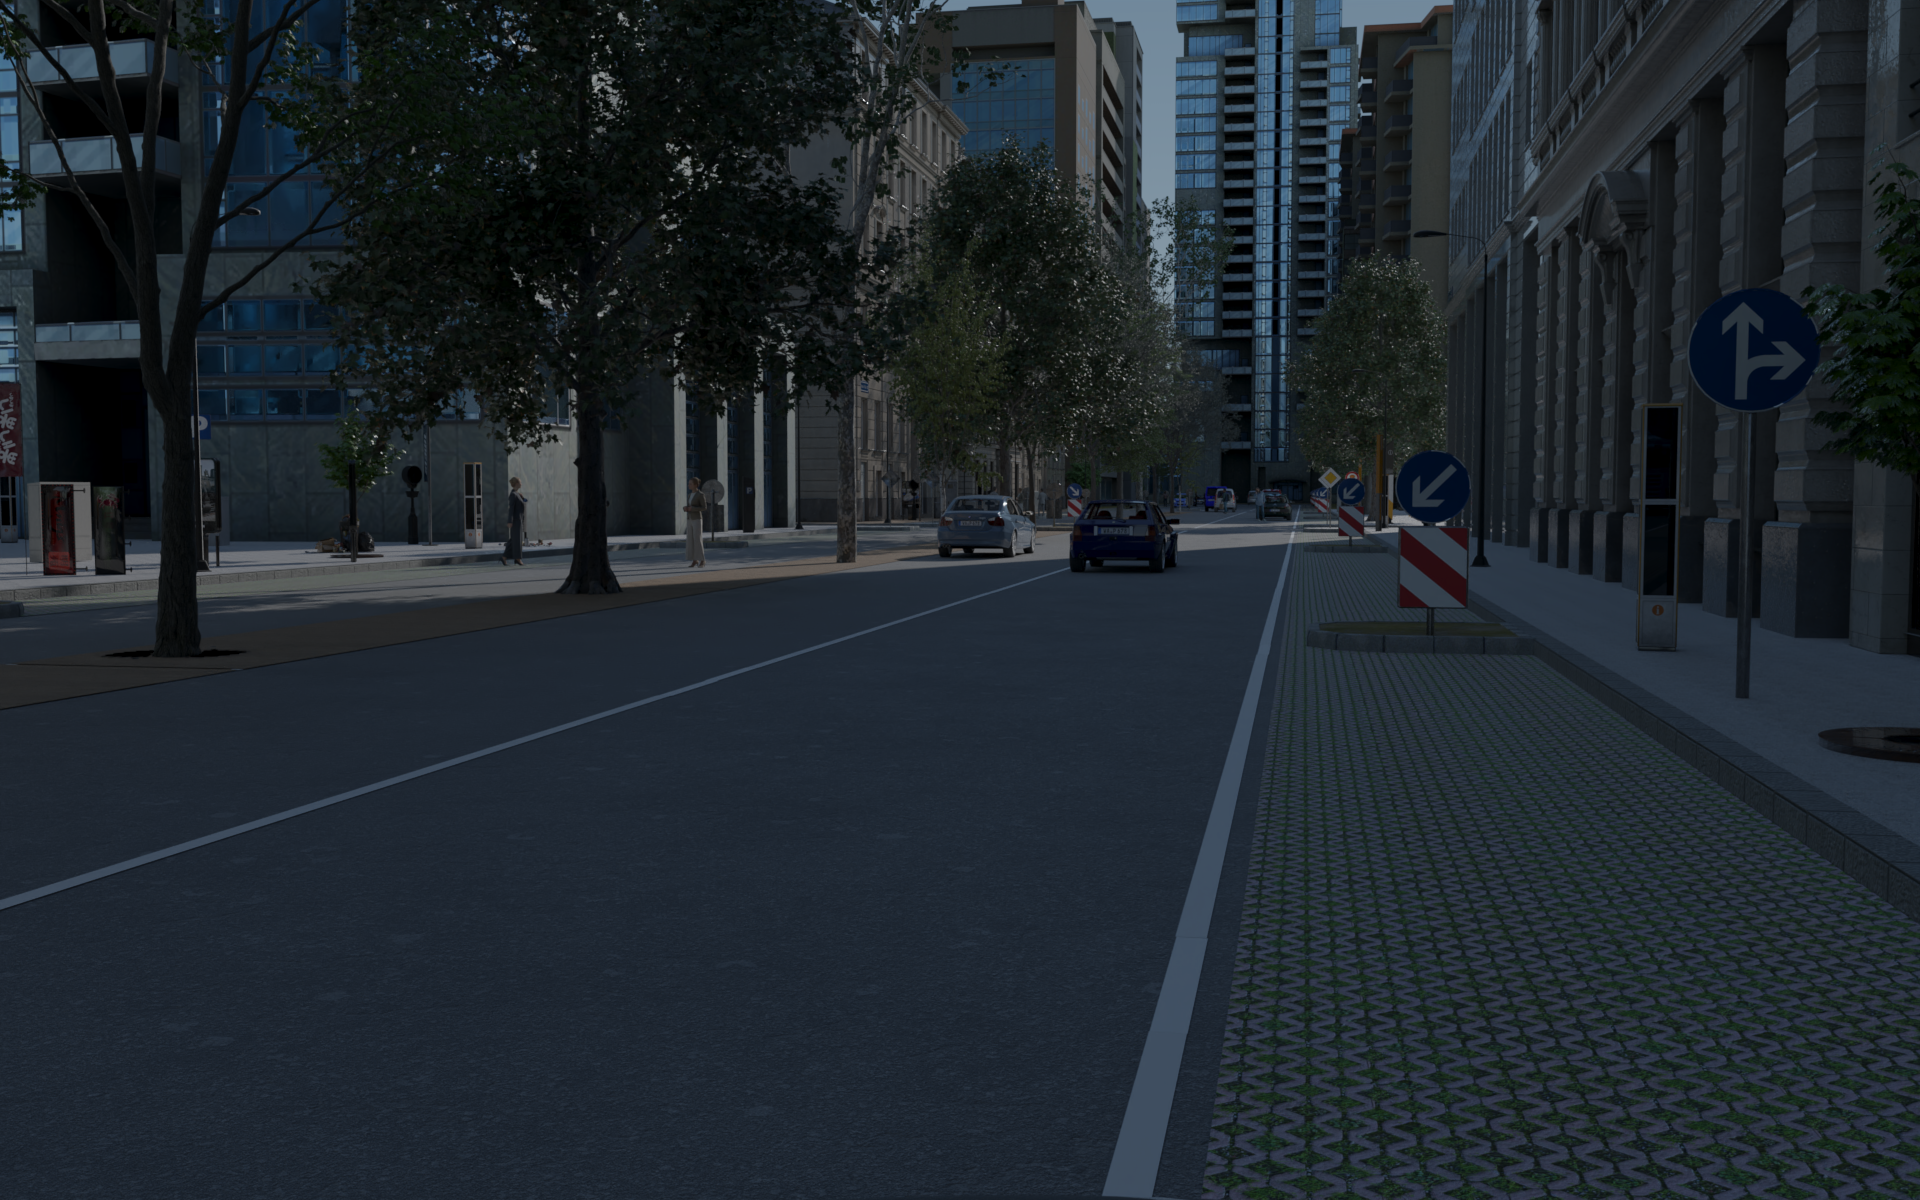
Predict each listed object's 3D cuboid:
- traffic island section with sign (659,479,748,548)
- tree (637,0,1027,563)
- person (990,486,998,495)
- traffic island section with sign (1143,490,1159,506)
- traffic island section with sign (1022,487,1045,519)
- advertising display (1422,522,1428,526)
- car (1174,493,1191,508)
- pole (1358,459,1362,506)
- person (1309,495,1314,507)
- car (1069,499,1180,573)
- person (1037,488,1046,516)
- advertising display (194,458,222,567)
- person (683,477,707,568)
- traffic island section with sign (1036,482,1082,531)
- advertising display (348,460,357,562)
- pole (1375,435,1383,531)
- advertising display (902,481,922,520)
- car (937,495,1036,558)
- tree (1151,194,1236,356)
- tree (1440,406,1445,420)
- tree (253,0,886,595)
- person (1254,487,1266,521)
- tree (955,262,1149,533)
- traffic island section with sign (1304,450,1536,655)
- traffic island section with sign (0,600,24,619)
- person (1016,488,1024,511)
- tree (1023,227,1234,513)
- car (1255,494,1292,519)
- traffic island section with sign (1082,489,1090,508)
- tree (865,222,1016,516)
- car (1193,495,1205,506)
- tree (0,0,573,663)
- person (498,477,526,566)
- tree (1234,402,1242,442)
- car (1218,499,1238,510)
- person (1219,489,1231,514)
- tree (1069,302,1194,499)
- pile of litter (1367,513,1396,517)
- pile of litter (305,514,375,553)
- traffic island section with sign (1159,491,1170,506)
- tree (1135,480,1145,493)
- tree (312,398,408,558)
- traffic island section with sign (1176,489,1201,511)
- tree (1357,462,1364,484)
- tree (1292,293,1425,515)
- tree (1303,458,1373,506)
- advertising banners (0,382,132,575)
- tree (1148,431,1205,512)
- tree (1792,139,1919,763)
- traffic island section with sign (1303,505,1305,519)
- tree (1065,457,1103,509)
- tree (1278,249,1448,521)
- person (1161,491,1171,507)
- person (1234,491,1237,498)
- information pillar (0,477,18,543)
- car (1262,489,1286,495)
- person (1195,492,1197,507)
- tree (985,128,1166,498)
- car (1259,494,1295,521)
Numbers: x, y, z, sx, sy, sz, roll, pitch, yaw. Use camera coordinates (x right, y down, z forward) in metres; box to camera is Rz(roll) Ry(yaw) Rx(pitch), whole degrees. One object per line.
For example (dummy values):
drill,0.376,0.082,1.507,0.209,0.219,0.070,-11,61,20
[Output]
traffic island section with sign,-6.760,-2.307,46.344,1.989,1.847,2.006,1,4,11
tree,-3.386,-10.899,36.547,12.611,20.169,13.585,0,3,0
person,1.698,-4.487,82.060,0.606,1.804,0.583,3,5,44
traffic island section with sign,18.866,-10.229,175.876,1.989,1.847,2.006,1,4,11
traffic island section with sign,3.894,-5.600,100.181,1.989,1.847,2.006,1,4,11
advertising display,11.068,-2.192,41.057,0.123,1.923,0.974,1,4,22
car,23.233,-10.519,181.569,1.945,1.707,3.694,1,4,12
pole,22.777,-6.412,98.673,0.158,3.312,0.155,0,3,0
person,37.226,-10.602,182.369,0.721,1.766,1.217,-2,4,-34
car,3.159,-1.246,32.953,1.945,1.354,3.894,1,4,12
person,5.003,-6.013,107.008,0.606,1.804,0.583,-3,4,-36
advertising display,-13.555,-1.564,30.782,0.974,1.923,0.123,1,4,20
person,-5.219,-1.518,33.877,0.519,1.759,0.362,3,5,43
traffic island section with sign,3.570,-3.616,67.265,2.006,1.907,1.989,1,4,11
advertising display,-11.535,-1.693,32.897,0.123,1.923,0.974,-1,4,-19
pole,14.391,-4.012,59.443,0.158,3.312,0.155,0,3,0
advertising display,-2.359,-4.861,84.693,0.974,1.923,0.123,1,4,8
car,0.641,-1.742,40.492,2.014,1.417,4.499,1,4,11
tree,9.503,-14.918,102.256,12.611,20.169,13.585,0,3,0
tree,32.004,-10.163,116.526,4.360,8.622,3.978,0,3,0
tree,-5.294,-6.439,24.748,9.611,12.733,9.660,0,3,0
person,15.689,-5.001,90.534,0.793,1.790,0.793,-2,4,-25
tree,2.736,-7.699,62.745,8.767,10.594,7.601,1,4,11
traffic island section with sign,4.308,-0.475,16.402,1.989,1.847,2.006,1,4,11
traffic island section with sign,-12.006,-0.687,19.855,1.989,1.847,2.006,1,4,11
person,3.092,-4.964,90.218,0.362,1.759,0.519,-2,4,-26
tree,6.140,-10.190,79.438,12.009,13.543,11.850,0,3,0
car,18.229,-5.452,100.946,2.131,1.459,4.920,1,4,12
traffic island section with sign,9.271,-7.261,127.350,1.989,1.847,2.006,1,4,11
tree,-0.444,-5.653,45.246,4.737,8.622,4.395,0,3,0
car,28.256,-11.654,203.116,1.945,1.354,3.894,1,4,12
tree,-6.811,-5.294,14.763,9.928,11.665,9.643,0,3,0
person,-8.868,-1.557,34.383,0.534,1.772,0.576,-2,4,-31
tree,12.956,-12.355,114.824,12.009,13.543,11.850,0,3,0
car,23.927,-8.906,155.392,2.009,1.686,4.222,1,4,11
person,18.882,-7.041,123.598,0.794,1.824,0.713,-2,4,-35
tree,8.356,-10.423,91.008,7.486,12.596,7.792,0,3,0
pile of litter,24.010,-5.175,98.568,1.719,0.858,1.176,0,4,3
pile of litter,-13.678,-1.484,38.227,1.719,0.858,1.176,-3,5,-44
traffic island section with sign,24.111,-11.847,202.318,1.989,1.847,2.006,1,4,11
tree,21.331,-12.792,203.753,1.663,3.219,1.824,0,3,0
tree,-12.320,-2.475,35.071,1.663,3.219,1.824,0,3,0
traffic island section with sign,19.599,-8.569,148.246,2.006,1.907,1.989,1,4,11
tree,29.757,-10.856,127.859,4.360,8.622,3.978,0,3,0
tree,25.324,-12.288,107.564,9.857,13.997,8.962,0,3,0
tree,32.158,-13.820,144.083,7.486,12.596,7.792,0,3,0
advertising banners,-14.203,-1.903,27.298,2.074,3.025,0.090,-1,4,-9
tree,17.309,-11.191,135.793,4.737,8.622,4.395,0,3,0
tree,5.000,-0.852,8.530,1.663,3.219,1.824,0,3,0
traffic island section with sign,9.543,-2.093,42.846,1.989,1.847,2.006,1,4,11
tree,10.588,-10.049,148.015,4.285,4.588,4.351,0,3,0
tree,19.618,-10.040,81.157,9.611,12.733,9.660,0,3,0
person,22.911,-11.237,192.940,1.217,1.736,0.721,-1,4,-20
person,33.181,-12.208,208.552,0.568,1.767,0.683,0,4,-3
information pillar,-24.911,-2.498,45.329,0.304,2.012,0.304,0,4,-1
car,24.664,-7.855,137.101,2.281,1.827,5.304,1,4,12
person,26.748,-11.401,195.625,0.721,1.735,1.217,1,4,11
tree,1.438,-8.233,54.078,9.611,12.733,9.660,0,3,0
car,17.251,-5.189,94.621,2.009,1.686,4.222,1,4,12
